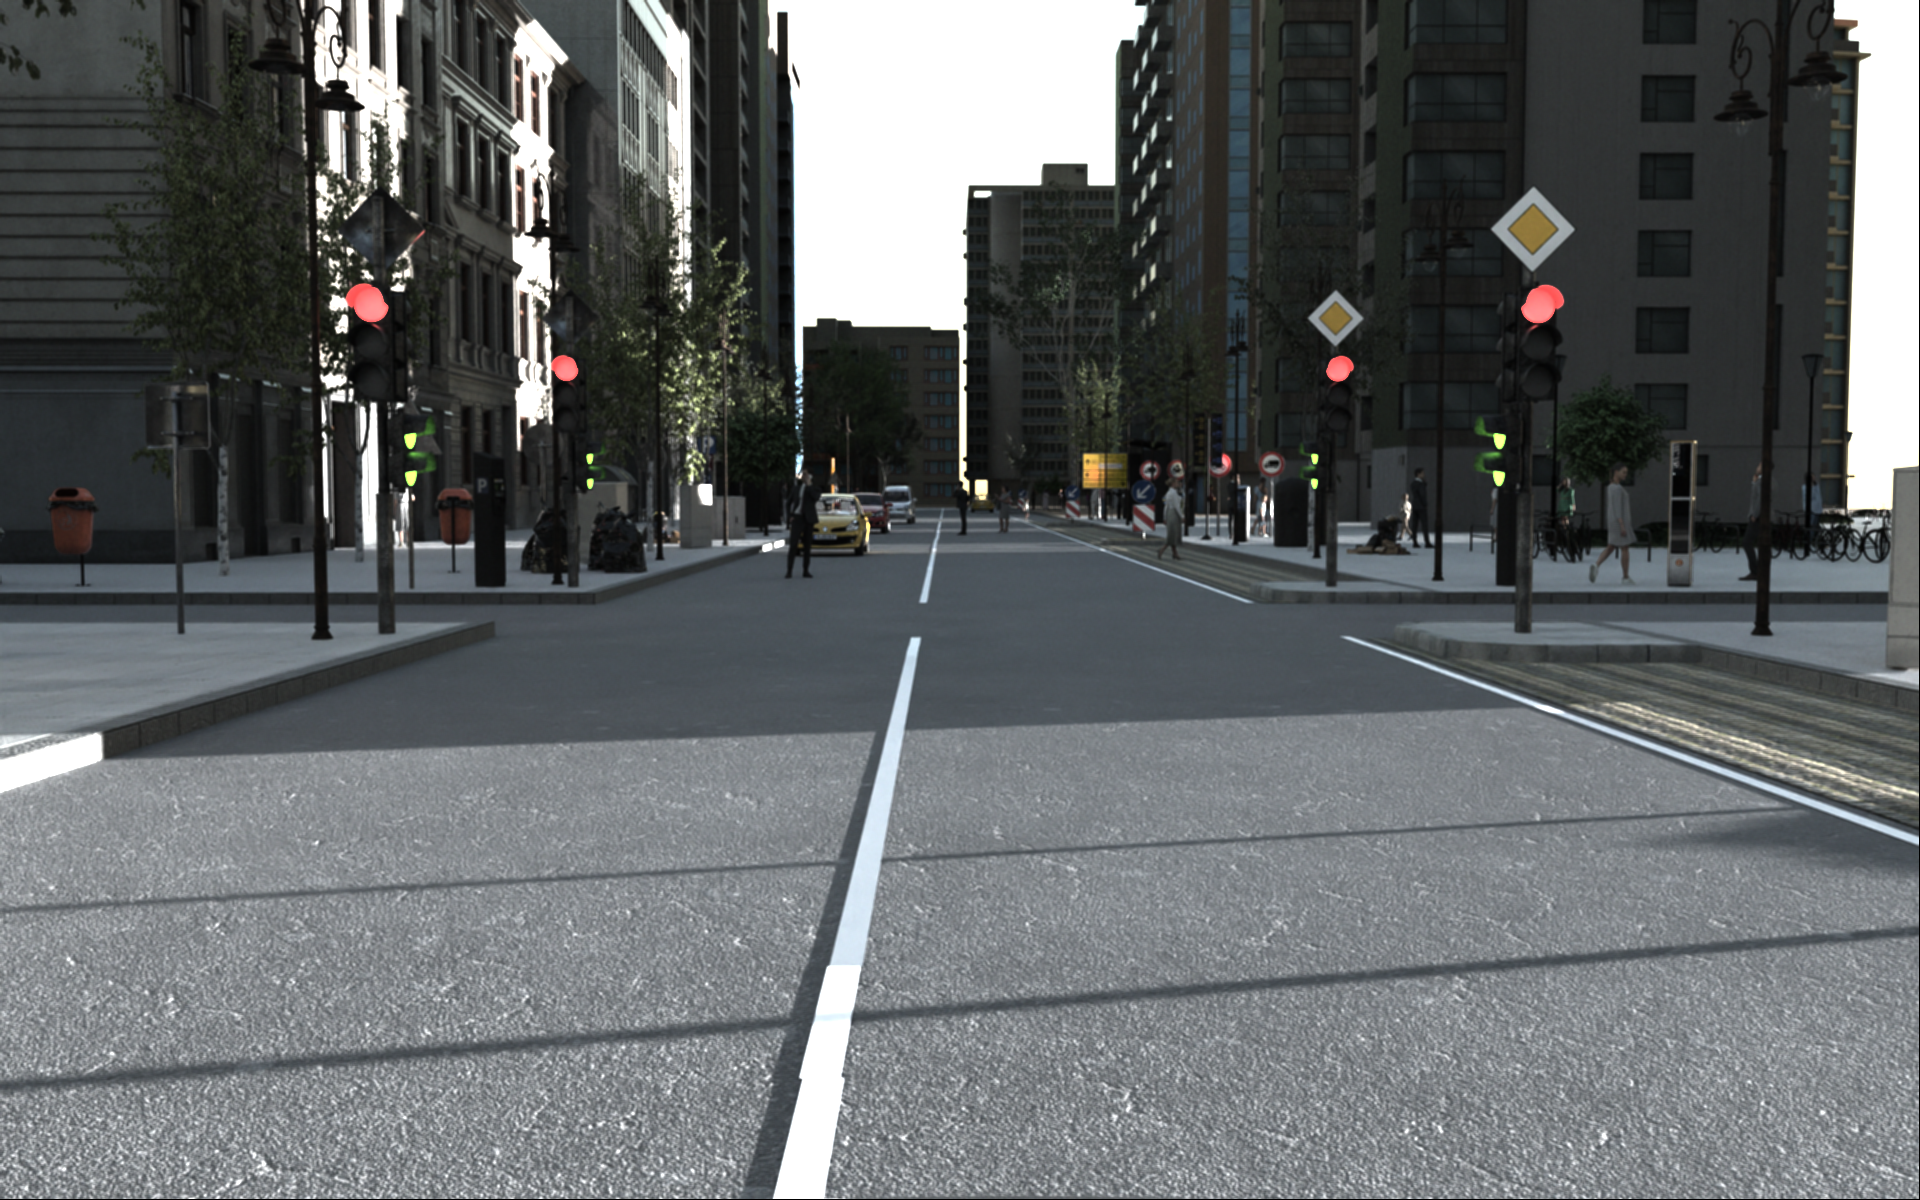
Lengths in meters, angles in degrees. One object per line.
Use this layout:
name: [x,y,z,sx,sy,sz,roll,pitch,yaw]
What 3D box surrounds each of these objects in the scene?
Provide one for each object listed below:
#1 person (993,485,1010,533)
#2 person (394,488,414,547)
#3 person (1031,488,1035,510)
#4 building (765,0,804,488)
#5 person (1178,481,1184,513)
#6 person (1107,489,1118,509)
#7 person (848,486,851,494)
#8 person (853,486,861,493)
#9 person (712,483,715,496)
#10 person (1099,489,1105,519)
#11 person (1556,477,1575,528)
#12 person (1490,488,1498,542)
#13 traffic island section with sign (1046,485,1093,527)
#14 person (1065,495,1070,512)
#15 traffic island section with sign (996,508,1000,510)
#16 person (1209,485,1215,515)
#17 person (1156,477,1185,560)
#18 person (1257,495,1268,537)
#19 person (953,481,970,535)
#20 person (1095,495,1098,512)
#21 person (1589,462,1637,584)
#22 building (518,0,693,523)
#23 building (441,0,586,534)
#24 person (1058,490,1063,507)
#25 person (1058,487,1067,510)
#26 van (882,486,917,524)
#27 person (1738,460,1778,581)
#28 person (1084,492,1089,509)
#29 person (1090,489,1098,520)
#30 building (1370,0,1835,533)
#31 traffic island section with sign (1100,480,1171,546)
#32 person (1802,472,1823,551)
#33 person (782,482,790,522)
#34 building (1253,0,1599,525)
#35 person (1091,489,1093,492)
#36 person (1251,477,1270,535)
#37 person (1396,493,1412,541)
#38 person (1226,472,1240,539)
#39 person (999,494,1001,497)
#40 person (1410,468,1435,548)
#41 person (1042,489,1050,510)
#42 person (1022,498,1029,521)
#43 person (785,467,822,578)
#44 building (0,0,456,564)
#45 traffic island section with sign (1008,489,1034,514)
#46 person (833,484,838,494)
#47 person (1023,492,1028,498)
person: [1.539,-3.394,64.351,0.532,1.782,0.716,-2,4,-33]
person: [-13.424,-2.152,41.799,0.480,1.755,0.524,-2,4,-26]
person: [5.937,-8.242,140.936,0.705,1.807,1.348,0,4,-4]
building: [-22.144,-31.162,159.616,14.200,45.320,14.600,0,4,0]
person: [9.719,-4.337,76.824,0.514,1.842,0.818,2,4,35]
person: [12.810,-8.627,146.724,1.348,1.869,0.705,0,4,2]
person: [-7.945,-7.160,123.119,0.705,1.822,1.348,0,4,8]
person: [-6.309,-6.218,108.163,0.568,1.767,0.683,3,5,44]
person: [-10.412,-4.021,71.969,0.466,1.800,0.511,0,3,0]
person: [7.312,-5.057,88.738,0.388,1.821,0.555,2,4,24]
person: [18.646,-2.877,53.332,0.600,1.795,0.529,2,4,33]
person: [14.251,-2.416,46.115,0.480,1.755,0.524,-3,5,-41]
traffic island section with sign: [4.763,-4.099,75.651,1.989,1.847,2.006,0,4,0]
person: [7.464,-6.843,119.400,0.415,1.643,0.593,0,4,5]
traffic island section with sign: [4.145,-8.832,153.037,1.989,1.847,2.006,0,4,0]
person: [15.545,-6.199,107.354,0.705,1.831,1.348,0,4,-6]
person: [4.530,-1.747,37.290,0.641,1.798,0.478,0,4,-3]
person: [9.128,-2.538,52.230,0.332,1.250,0.352,-2,4,-29]
person: [0.030,-3.231,60.682,0.474,1.900,0.648,1,4,18]
person: [9.222,-6.493,115.384,0.628,1.438,0.799,1,4,19]
person: [9.323,-1.090,24.617,0.760,1.731,0.466,-2,4,-26]
building: [-19.970,-16.057,80.561,12.078,24.808,19.932,0,4,0]
building: [-20.869,-13.698,60.118,11.583,22.565,21.152,0,4,0]
person: [9.783,-9.841,167.467,0.617,1.759,0.750,-1,4,-20]
person: [8.763,-8.460,143.994,1.348,1.869,0.705,-1,4,-13]
van: [-3.071,-4.722,84.209,2.013,2.044,4.112,0,4,1]
person: [11.886,-1.195,25.768,0.592,1.802,0.473,-2,4,-32]
person: [11.275,-8.747,152.277,0.991,1.433,0.599,-2,4,-31]
person: [6.755,-4.932,86.567,0.818,1.842,0.514,-3,5,-44]
building: [21.810,-17.859,63.698,14.160,30.474,14.107,0,4,0]
traffic island section with sign: [4.968,-2.451,48.696,1.989,1.847,2.006,0,4,0]
person: [19.357,-2.023,39.392,0.793,1.790,0.793,1,4,22]
person: [-7.985,-4.523,79.803,0.447,1.846,0.655,2,4,30]
building: [21.628,-19.209,85.763,14.160,30.474,14.107,0,4,0]
person: [12.220,-9.337,159.159,0.568,1.767,0.683,-1,4,-16]
person: [9.423,-2.928,54.009,0.778,1.811,0.616,-3,5,-40]
person: [12.260,-2.290,47.764,0.640,1.303,0.475,3,5,44]
person: [7.857,-2.678,49.190,0.474,1.900,0.648,-2,4,-32]
person: [3.829,-9.068,159.982,0.599,1.433,0.991,1,4,10]
person: [11.036,-2.200,41.369,0.474,1.900,0.648,-1,4,-21]
person: [6.985,-8.240,141.437,0.621,1.740,0.551,3,5,43]
person: [3.395,-4.715,90.606,0.382,1.210,0.505,-2,4,-34]
person: [-2.684,-1.334,29.675,0.648,1.900,0.474,0,4,-7]
building: [-19.065,-11.673,40.002,9.793,20.994,18.267,0,4,0]
traffic island section with sign: [4.360,-7.175,125.938,1.989,1.847,2.006,0,4,0]
person: [-6.698,-5.443,94.877,0.795,1.843,0.661,0,4,-5]
person: [5.937,-9.288,158.570,0.551,1.740,0.621,-2,4,-24]
